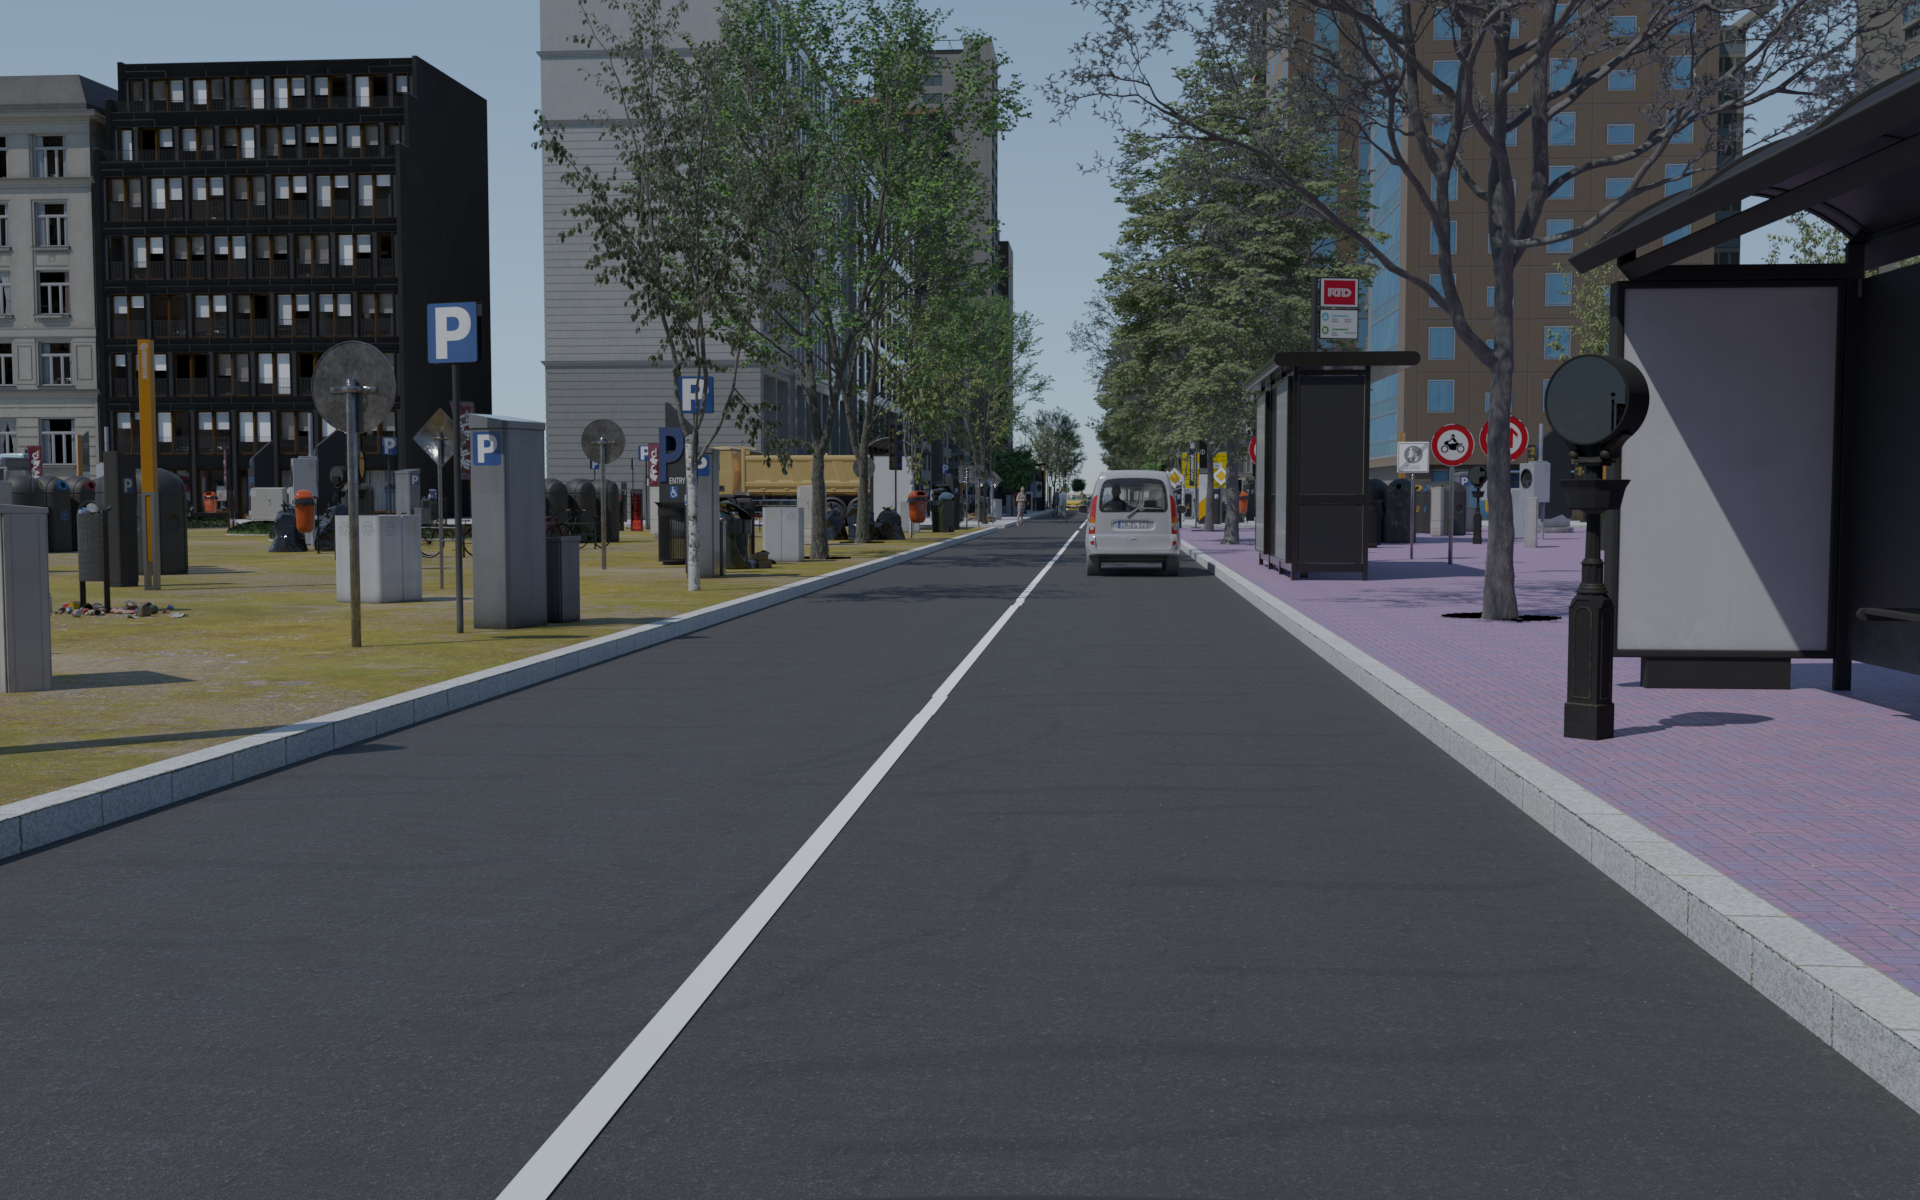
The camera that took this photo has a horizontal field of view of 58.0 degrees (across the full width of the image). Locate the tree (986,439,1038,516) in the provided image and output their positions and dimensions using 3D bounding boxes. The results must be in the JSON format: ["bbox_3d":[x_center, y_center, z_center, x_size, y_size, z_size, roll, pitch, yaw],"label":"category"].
[{"bbox_3d":[3.084,-7.220,101.757,4.285,4.588,4.351,0,3,0],"label":"tree"}]

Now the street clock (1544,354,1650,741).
[{"bbox_3d":[3.314,-0.275,9.067,0.358,2.002,0.471,-3,5,-42],"label":"street clock"}]

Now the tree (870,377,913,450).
[{"bbox_3d":[-4.766,-9.303,102.465,4.360,8.622,3.978,0,3,0],"label":"tree"}]

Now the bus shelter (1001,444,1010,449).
[{"bbox_3d":[4.611,-10.073,142.320,2.179,5.291,8.768,0,4,5],"label":"bus shelter"}]

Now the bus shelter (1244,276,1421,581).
[{"bbox_3d":[6.077,-3.185,29.706,2.179,5.291,8.768,0,4,5],"label":"bus shelter"}]

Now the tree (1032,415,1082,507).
[{"bbox_3d":[8.331,-12.838,160.263,4.360,8.622,3.978,0,3,0],"label":"tree"}]

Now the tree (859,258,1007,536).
[{"bbox_3d":[-1.258,-6.296,53.300,4.737,8.622,4.395,0,3,0],"label":"tree"}]

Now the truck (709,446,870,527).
[{"bbox_3d":[-7.381,-4.564,70.543,9.791,3.379,3.469,0,4,5],"label":"truck"}]

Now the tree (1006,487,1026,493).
[{"bbox_3d":[3.455,-7.053,109.919,1.663,3.219,1.824,0,3,0],"label":"tree"}]

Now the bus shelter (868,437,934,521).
[{"bbox_3d":[-2.242,-4.282,63.933,2.014,3.302,5.546,0,4,5],"label":"bus shelter"}]

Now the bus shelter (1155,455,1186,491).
[{"bbox_3d":[12.910,-7.016,105.990,1.731,3.624,6.357,0,4,5],"label":"bus shelter"}]

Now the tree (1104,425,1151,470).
[{"bbox_3d":[21.426,-16.669,206.946,8.767,10.594,7.601,-1,4,-12],"label":"tree"}]

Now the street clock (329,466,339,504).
[{"bbox_3d":[-16.101,-2.471,44.971,0.471,2.002,0.358,2,4,23],"label":"street clock"}]

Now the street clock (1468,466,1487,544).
[{"bbox_3d":[13.270,-2.434,44.373,0.471,2.002,0.358,2,4,34],"label":"street clock"}]

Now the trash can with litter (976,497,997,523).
[{"bbox_3d":[1.215,-4.101,78.434,1.055,1.170,0.624,3,5,42],"label":"trash can with litter"}]

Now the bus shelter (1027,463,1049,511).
[{"bbox_3d":[5.828,-8.619,132.198,1.731,3.624,6.357,0,4,5],"label":"bus shelter"}]

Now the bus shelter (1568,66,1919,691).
[{"bbox_3d":[4.849,-0.913,8.850,2.014,3.302,5.546,0,4,5],"label":"bus shelter"}]

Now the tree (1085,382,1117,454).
[{"bbox_3d":[27.194,-26.437,288.131,12.611,20.169,13.585,0,3,0],"label":"tree"}]

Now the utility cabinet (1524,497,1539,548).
[{"bbox_3d":[13.759,-1.869,41.727,0.306,1.237,1.020,1,4,20],"label":"utility cabinet"}]

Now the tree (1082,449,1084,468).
[{"bbox_3d":[13.303,-16.236,215.816,4.360,8.622,3.978,0,3,0],"label":"tree"}]

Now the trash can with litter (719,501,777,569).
[{"bbox_3d":[-3.721,-1.127,29.806,1.055,1.170,0.624,-3,5,-44],"label":"trash can with litter"}]

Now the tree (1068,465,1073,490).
[{"bbox_3d":[13.909,-17.628,238.586,4.737,8.622,4.395,0,3,0],"label":"tree"}]

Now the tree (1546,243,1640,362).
[{"bbox_3d":[19.013,-6.113,50.315,4.737,8.622,4.395,0,3,0],"label":"tree"}]

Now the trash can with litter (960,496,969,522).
[{"bbox_3d":[-0.081,-4.178,79.698,0.624,1.170,1.055,1,4,20],"label":"trash can with litter"}]

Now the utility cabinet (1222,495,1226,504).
[{"bbox_3d":[12.419,-4.276,81.070,1.020,1.237,0.306,1,4,13],"label":"utility cabinet"}]

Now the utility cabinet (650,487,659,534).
[{"bbox_3d":[-9.207,-2.783,54.174,1.173,1.500,0.318,3,5,43],"label":"utility cabinet"}]

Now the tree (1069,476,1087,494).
[{"bbox_3d":[20.750,-19.643,304.871,4.285,4.588,4.351,0,3,0],"label":"tree"}]

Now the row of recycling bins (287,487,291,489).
[{"bbox_3d":[-31.314,-4.768,85.067,3.534,1.692,1.069,-3,4,-37],"label":"row of recycling bins"}]

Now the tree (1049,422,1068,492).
[{"bbox_3d":[7.624,-13.316,168.072,4.737,8.622,4.395,0,3,0],"label":"tree"}]

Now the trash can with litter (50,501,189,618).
[{"bbox_3d":[-9.110,-0.450,18.414,2.233,1.210,1.678,2,4,35],"label":"trash can with litter"}]

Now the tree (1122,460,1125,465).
[{"bbox_3d":[23.385,-17.237,232.184,4.737,8.622,4.395,0,3,0],"label":"tree"}]

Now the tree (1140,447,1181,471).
[{"bbox_3d":[13.662,-8.079,115.806,4.285,4.588,4.351,0,3,0],"label":"tree"}]

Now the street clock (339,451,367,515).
[{"bbox_3d":[-10.116,-1.497,29.054,0.358,2.002,0.471,0,4,-6],"label":"street clock"}]

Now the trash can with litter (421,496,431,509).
[{"bbox_3d":[-16.825,-2.702,55.241,1.678,1.210,2.233,0,4,-2],"label":"trash can with litter"}]

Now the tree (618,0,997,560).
[{"bbox_3d":[-2.656,-6.621,34.011,9.928,11.665,9.643,0,3,0],"label":"tree"}]

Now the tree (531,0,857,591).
[{"bbox_3d":[-3.470,-4.413,22.515,4.360,8.622,3.978,0,3,0],"label":"tree"}]

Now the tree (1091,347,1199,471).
[{"bbox_3d":[14.283,-13.620,129.339,9.857,13.997,8.962,0,3,0],"label":"tree"}]

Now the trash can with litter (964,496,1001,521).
[{"bbox_3d":[0.822,-4.375,82.581,2.233,1.210,1.678,0,4,5],"label":"trash can with litter"}]

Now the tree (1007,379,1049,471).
[{"bbox_3d":[1.543,-8.851,95.074,4.737,8.622,4.395,0,3,0],"label":"tree"}]

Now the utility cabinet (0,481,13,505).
[{"bbox_3d":[-15.974,-1.191,28.158,1.173,1.500,0.318,1,4,15],"label":"utility cabinet"}]

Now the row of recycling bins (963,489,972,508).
[{"bbox_3d":[0.521,-8.345,143.553,1.069,1.692,3.534,0,4,2],"label":"row of recycling bins"}]

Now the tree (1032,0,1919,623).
[{"bbox_3d":[5.397,-6.543,17.347,12.009,13.543,11.850,0,3,0],"label":"tree"}]

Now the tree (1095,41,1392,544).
[{"bbox_3d":[7.116,-7.718,44.315,7.486,12.596,7.792,0,3,0],"label":"tree"}]

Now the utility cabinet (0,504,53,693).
[{"bbox_3d":[-6.379,-0.025,11.567,0.306,1.237,1.020,-3,5,-44],"label":"utility cabinet"}]

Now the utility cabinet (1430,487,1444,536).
[{"bbox_3d":[14.574,-2.706,52.921,0.318,1.500,1.173,1,4,20],"label":"utility cabinet"}]

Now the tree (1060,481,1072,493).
[{"bbox_3d":[15.331,-15.582,249.368,1.663,3.219,1.824,0,3,0],"label":"tree"}]

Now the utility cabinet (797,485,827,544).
[{"bbox_3d":[-3.759,-2.146,43.763,0.318,1.500,1.173,-2,4,-29],"label":"utility cabinet"}]

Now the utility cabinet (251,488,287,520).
[{"bbox_3d":[-23.924,-3.137,59.970,1.173,1.500,0.318,1,4,9],"label":"utility cabinet"}]

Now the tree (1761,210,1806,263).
[{"bbox_3d":[18.881,-5.387,38.440,4.737,8.622,4.395,0,3,0],"label":"tree"}]

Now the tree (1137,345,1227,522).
[{"bbox_3d":[10.448,-7.937,80.136,4.360,8.622,3.978,0,3,0],"label":"tree"}]
